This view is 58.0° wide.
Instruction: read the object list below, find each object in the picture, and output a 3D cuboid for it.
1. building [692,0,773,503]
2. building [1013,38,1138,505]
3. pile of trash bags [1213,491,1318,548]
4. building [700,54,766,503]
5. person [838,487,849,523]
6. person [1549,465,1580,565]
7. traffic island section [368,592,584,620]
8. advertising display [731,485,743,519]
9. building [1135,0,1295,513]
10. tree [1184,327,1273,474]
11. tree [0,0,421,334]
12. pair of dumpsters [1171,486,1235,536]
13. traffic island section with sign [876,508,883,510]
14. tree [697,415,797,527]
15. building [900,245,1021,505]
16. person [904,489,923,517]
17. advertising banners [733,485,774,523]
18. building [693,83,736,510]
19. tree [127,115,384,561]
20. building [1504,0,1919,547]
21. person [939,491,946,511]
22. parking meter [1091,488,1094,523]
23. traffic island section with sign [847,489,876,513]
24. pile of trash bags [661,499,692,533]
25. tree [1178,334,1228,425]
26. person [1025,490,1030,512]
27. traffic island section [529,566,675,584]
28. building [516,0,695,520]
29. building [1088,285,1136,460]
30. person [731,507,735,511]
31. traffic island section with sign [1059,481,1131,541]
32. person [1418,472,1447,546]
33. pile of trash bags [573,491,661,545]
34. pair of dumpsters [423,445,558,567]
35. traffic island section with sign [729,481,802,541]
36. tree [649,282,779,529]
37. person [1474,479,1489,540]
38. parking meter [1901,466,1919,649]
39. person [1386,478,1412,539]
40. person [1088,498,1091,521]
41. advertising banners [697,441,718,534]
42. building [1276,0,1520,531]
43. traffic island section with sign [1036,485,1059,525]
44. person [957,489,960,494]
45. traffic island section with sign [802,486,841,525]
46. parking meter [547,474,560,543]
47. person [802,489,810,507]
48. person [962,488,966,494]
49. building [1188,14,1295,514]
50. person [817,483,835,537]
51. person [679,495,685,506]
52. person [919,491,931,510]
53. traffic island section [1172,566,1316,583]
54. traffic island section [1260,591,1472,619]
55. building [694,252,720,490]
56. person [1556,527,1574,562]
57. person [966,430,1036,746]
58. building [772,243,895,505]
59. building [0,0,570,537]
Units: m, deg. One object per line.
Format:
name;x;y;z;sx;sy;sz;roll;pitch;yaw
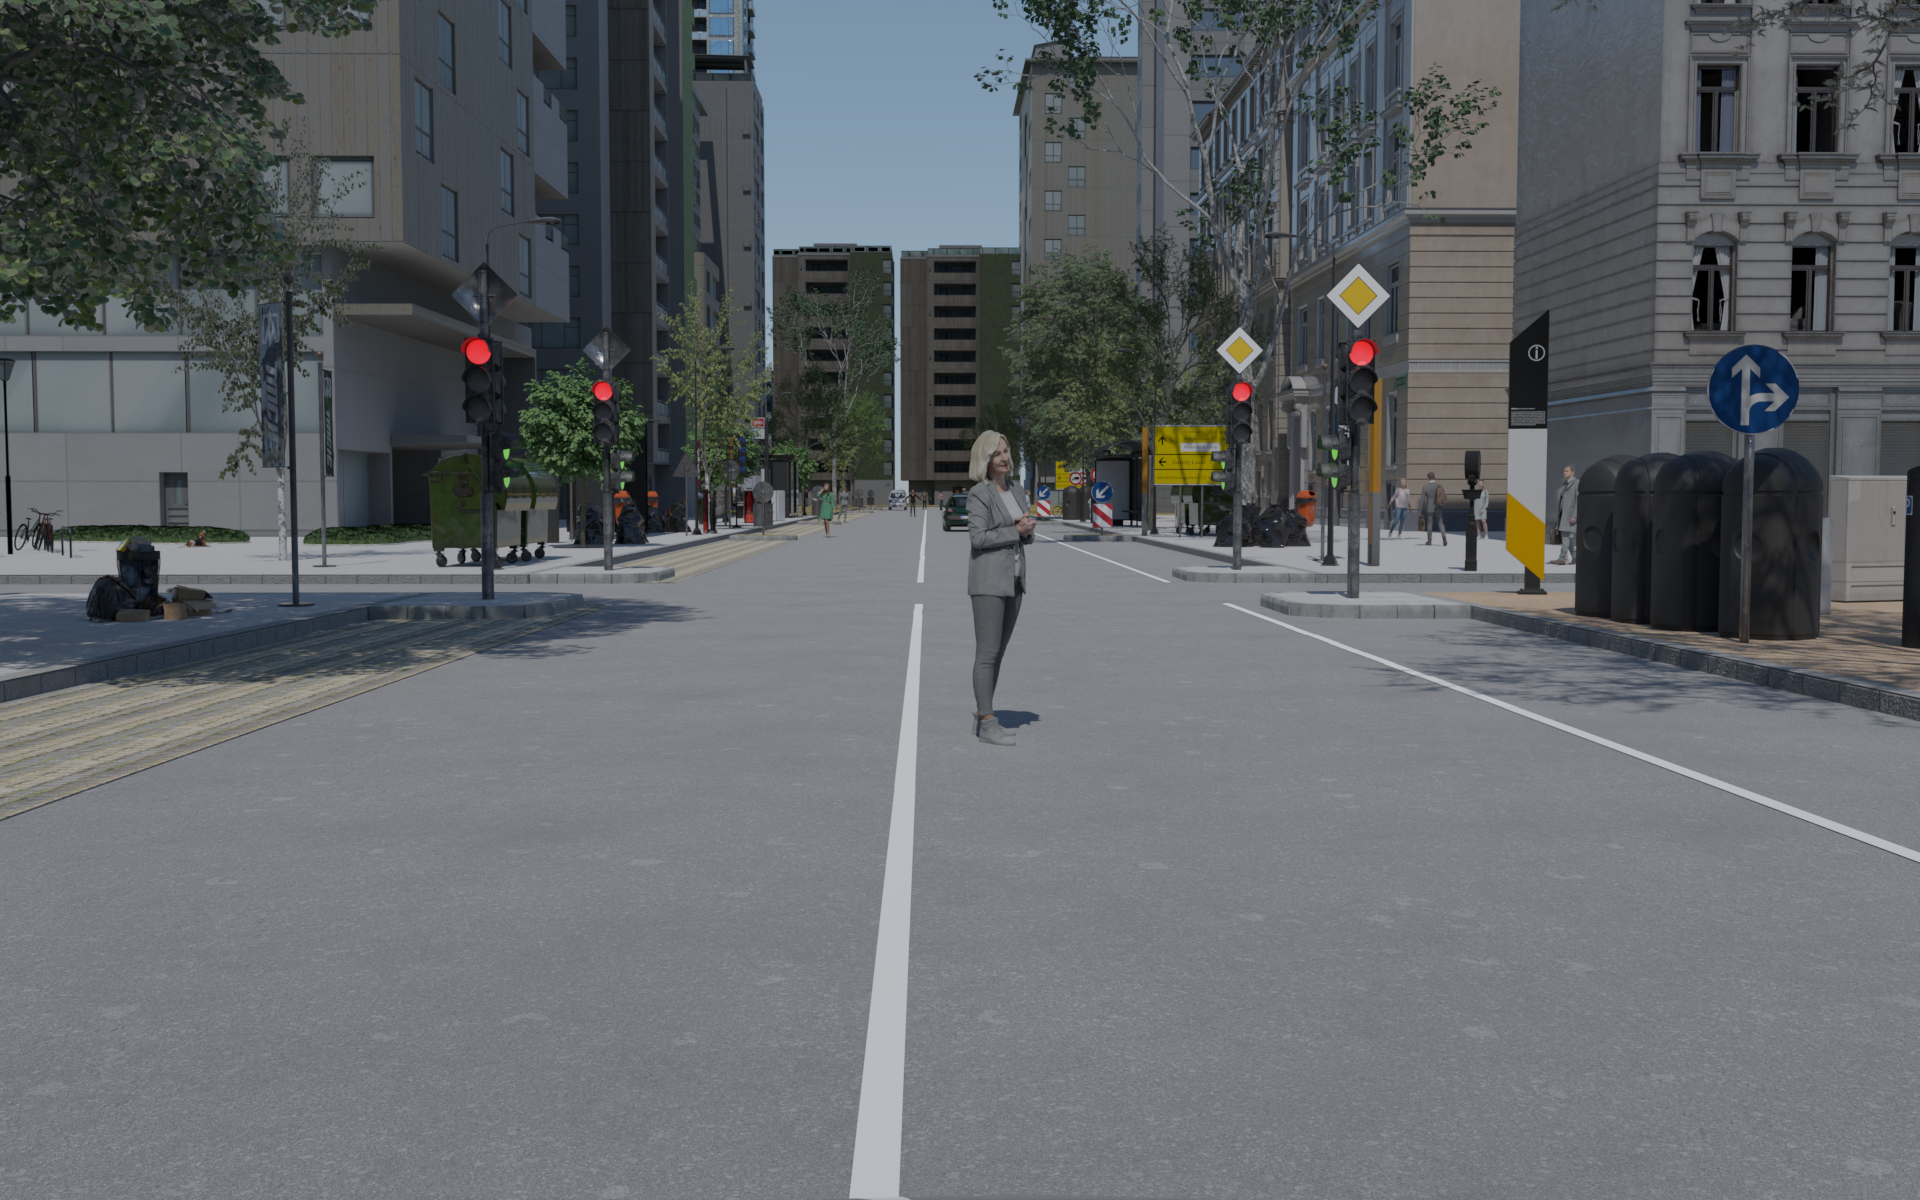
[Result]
building;-37.255;-54.583;205.099;31.000;86.520;22.319;0;4;-1
building;20.756;-37.928;209.363;27.495;52.752;28.713;0;4;-1
pile of trash bags;7.816;-2.015;42.702;1.912;1.369;3.447;3;5;40
building;-25.745;-29.396;164.215;14.086;41.232;14.154;0;4;-1
person;-5.846;-4.765;86.689;0.520;1.790;0.573;-2;4;-26
person;10.960;-1.539;31.301;0.767;1.812;0.694;-1;4;-13
traffic island section;-5.777;0.070;21.135;2.009;0.180;2.903;0;4;-1
advertising display;-11.537;-5.230;90.721;0.974;1.923;0.123;-3;5;-39
building;23.724;-35.870;128.481;21.231;58.520;28.212;0;4;-1
tree;11.447;-7.544;73.708;4.360;8.622;3.978;0;3;0
tree;-8.237;-6.481;12.625;9.857;13.997;8.962;0;3;0
pair of dumpsters;7.694;-3.169;54.312;1.574;2.255;4.437;0;4;-1
traffic island section with sign;-8.056;-9.128;157.864;1.989;1.847;2.006;0;4;-1
tree;-9.378;-5.194;68.637;4.285;4.588;4.351;0;3;0
building;-0.092;-26.432;203.864;14.107;30.474;14.160;0;4;-1
person;-2.981;-6.154;109.945;1.217;1.723;0.721;-1;4;-9
advertising banners;-9.206;-4.877;75.924;2.074;3.025;0.090;0;4;4
building;-34.619;-27.655;144.040;32.217;40.220;23.993;0;4;-1
tree;-13.266;-5.057;33.053;4.360;8.622;3.978;0;3;0
building;23.850;-11.799;42.059;18.267;20.994;9.793;0;4;-1
person;-1.560;-8.670;150.963;0.721;1.736;1.217;2;4;27
parking meter;5.905;-4.120;75.766;0.372;1.533;0.369;0;3;0
traffic island section with sign;-7.530;-7.476;130.866;1.989;1.847;2.006;0;4;-1
pile of trash bags;-10.282;-3.003;58.852;1.912;1.369;3.447;-1;4;-19
tree;10.564;-7.864;78.940;4.737;8.622;4.395;0;3;0
person;2.820;-3.808;72.577;0.330;1.601;0.589;0;4;6
traffic island section;-5.929;-0.418;29.119;2.009;0.180;2.903;0;4;-1
building;-21.924;-24.952;91.556;14.154;41.232;14.086;0;4;-1
building;26.529;-19.152;158.176;27.650;21.520;28.899;0;4;-1
person;-17.517;-7.746;133.216;0.617;1.759;0.750;-2;4;-35
traffic island section with sign;4.245;-2.770;53.910;1.989;1.847;2.006;0;4;-1
person;11.725;-2.256;42.897;0.622;1.834;0.822;0;4;-6
pile of trash bags;-9.070;-2.183;45.440;1.912;1.369;3.447;0;4;-4
pair of dumpsters;-8.706;-1.821;32.268;1.574;2.255;4.437;0;4;-1
traffic island section with sign;-6.069;-2.758;53.724;1.989;1.847;2.006;0;4;-1
tree;-8.664;-6.758;60.854;4.737;8.622;4.395;0;3;0
person;14.673;-2.554;48.806;0.512;1.701;0.522;2;4;30
parking meter;8.068;-0.367;14.410;0.372;1.533;0.369;0;3;0
person;12.401;-2.601;49.240;0.731;1.740;0.598;-2;4;-29
person;6.349;-4.446;83.018;0.425;1.301;0.394;0;4;7
advertising banners;-8.289;-3.686;56.461;0.090;3.025;2.074;-2;4;-26
building;21.255;-17.272;68.307;13.634;28.700;20.117;0;4;-1
traffic island section with sign;3.737;-4.418;80.860;1.989;1.847;2.006;0;4;-1
person;-0.198;-6.512;115.693;0.721;1.735;1.217;1;4;17
traffic island section with sign;-6.589;-4.442;81.260;1.989;1.847;2.006;0;4;-1
parking meter;-10.666;-2.423;45.322;0.399;1.863;0.255;-1;4;-18
person;-15.116;-10.062;170.576;0.705;1.822;1.348;-2;4;-34
person;0.222;-5.529;99.328;0.576;1.772;0.534;2;4;29
building;19.986;-17.973;91.119;12.463;27.353;25.104;0;4;-1
person;-4.383;-2.961;57.165;0.600;1.795;0.529;1;4;9
person;-13.566;-4.527;84.734;0.362;1.253;0.373;-1;4;-20
person;-3.187;-8.932;155.255;1.217;1.735;0.721;0;4;8
traffic island section;4.711;-0.430;29.315;2.009;0.180;2.903;0;4;-1
traffic island section;4.862;0.058;21.332;2.009;0.180;2.903;0;4;-1
building;-31.978;-16.711;118.260;27.650;21.520;28.899;0;4;-1
person;11.425;-1.316;32.582;0.505;1.210;0.382;-2;4;-31
person;0.274;-0.089;10.136;0.537;1.800;0.526;-3;5;-43
building;-14.615;-26.347;202.473;14.107;30.474;14.160;0;4;-1
building;-29.946;-28.934;62.311;28.713;52.752;27.495;0;4;-1
